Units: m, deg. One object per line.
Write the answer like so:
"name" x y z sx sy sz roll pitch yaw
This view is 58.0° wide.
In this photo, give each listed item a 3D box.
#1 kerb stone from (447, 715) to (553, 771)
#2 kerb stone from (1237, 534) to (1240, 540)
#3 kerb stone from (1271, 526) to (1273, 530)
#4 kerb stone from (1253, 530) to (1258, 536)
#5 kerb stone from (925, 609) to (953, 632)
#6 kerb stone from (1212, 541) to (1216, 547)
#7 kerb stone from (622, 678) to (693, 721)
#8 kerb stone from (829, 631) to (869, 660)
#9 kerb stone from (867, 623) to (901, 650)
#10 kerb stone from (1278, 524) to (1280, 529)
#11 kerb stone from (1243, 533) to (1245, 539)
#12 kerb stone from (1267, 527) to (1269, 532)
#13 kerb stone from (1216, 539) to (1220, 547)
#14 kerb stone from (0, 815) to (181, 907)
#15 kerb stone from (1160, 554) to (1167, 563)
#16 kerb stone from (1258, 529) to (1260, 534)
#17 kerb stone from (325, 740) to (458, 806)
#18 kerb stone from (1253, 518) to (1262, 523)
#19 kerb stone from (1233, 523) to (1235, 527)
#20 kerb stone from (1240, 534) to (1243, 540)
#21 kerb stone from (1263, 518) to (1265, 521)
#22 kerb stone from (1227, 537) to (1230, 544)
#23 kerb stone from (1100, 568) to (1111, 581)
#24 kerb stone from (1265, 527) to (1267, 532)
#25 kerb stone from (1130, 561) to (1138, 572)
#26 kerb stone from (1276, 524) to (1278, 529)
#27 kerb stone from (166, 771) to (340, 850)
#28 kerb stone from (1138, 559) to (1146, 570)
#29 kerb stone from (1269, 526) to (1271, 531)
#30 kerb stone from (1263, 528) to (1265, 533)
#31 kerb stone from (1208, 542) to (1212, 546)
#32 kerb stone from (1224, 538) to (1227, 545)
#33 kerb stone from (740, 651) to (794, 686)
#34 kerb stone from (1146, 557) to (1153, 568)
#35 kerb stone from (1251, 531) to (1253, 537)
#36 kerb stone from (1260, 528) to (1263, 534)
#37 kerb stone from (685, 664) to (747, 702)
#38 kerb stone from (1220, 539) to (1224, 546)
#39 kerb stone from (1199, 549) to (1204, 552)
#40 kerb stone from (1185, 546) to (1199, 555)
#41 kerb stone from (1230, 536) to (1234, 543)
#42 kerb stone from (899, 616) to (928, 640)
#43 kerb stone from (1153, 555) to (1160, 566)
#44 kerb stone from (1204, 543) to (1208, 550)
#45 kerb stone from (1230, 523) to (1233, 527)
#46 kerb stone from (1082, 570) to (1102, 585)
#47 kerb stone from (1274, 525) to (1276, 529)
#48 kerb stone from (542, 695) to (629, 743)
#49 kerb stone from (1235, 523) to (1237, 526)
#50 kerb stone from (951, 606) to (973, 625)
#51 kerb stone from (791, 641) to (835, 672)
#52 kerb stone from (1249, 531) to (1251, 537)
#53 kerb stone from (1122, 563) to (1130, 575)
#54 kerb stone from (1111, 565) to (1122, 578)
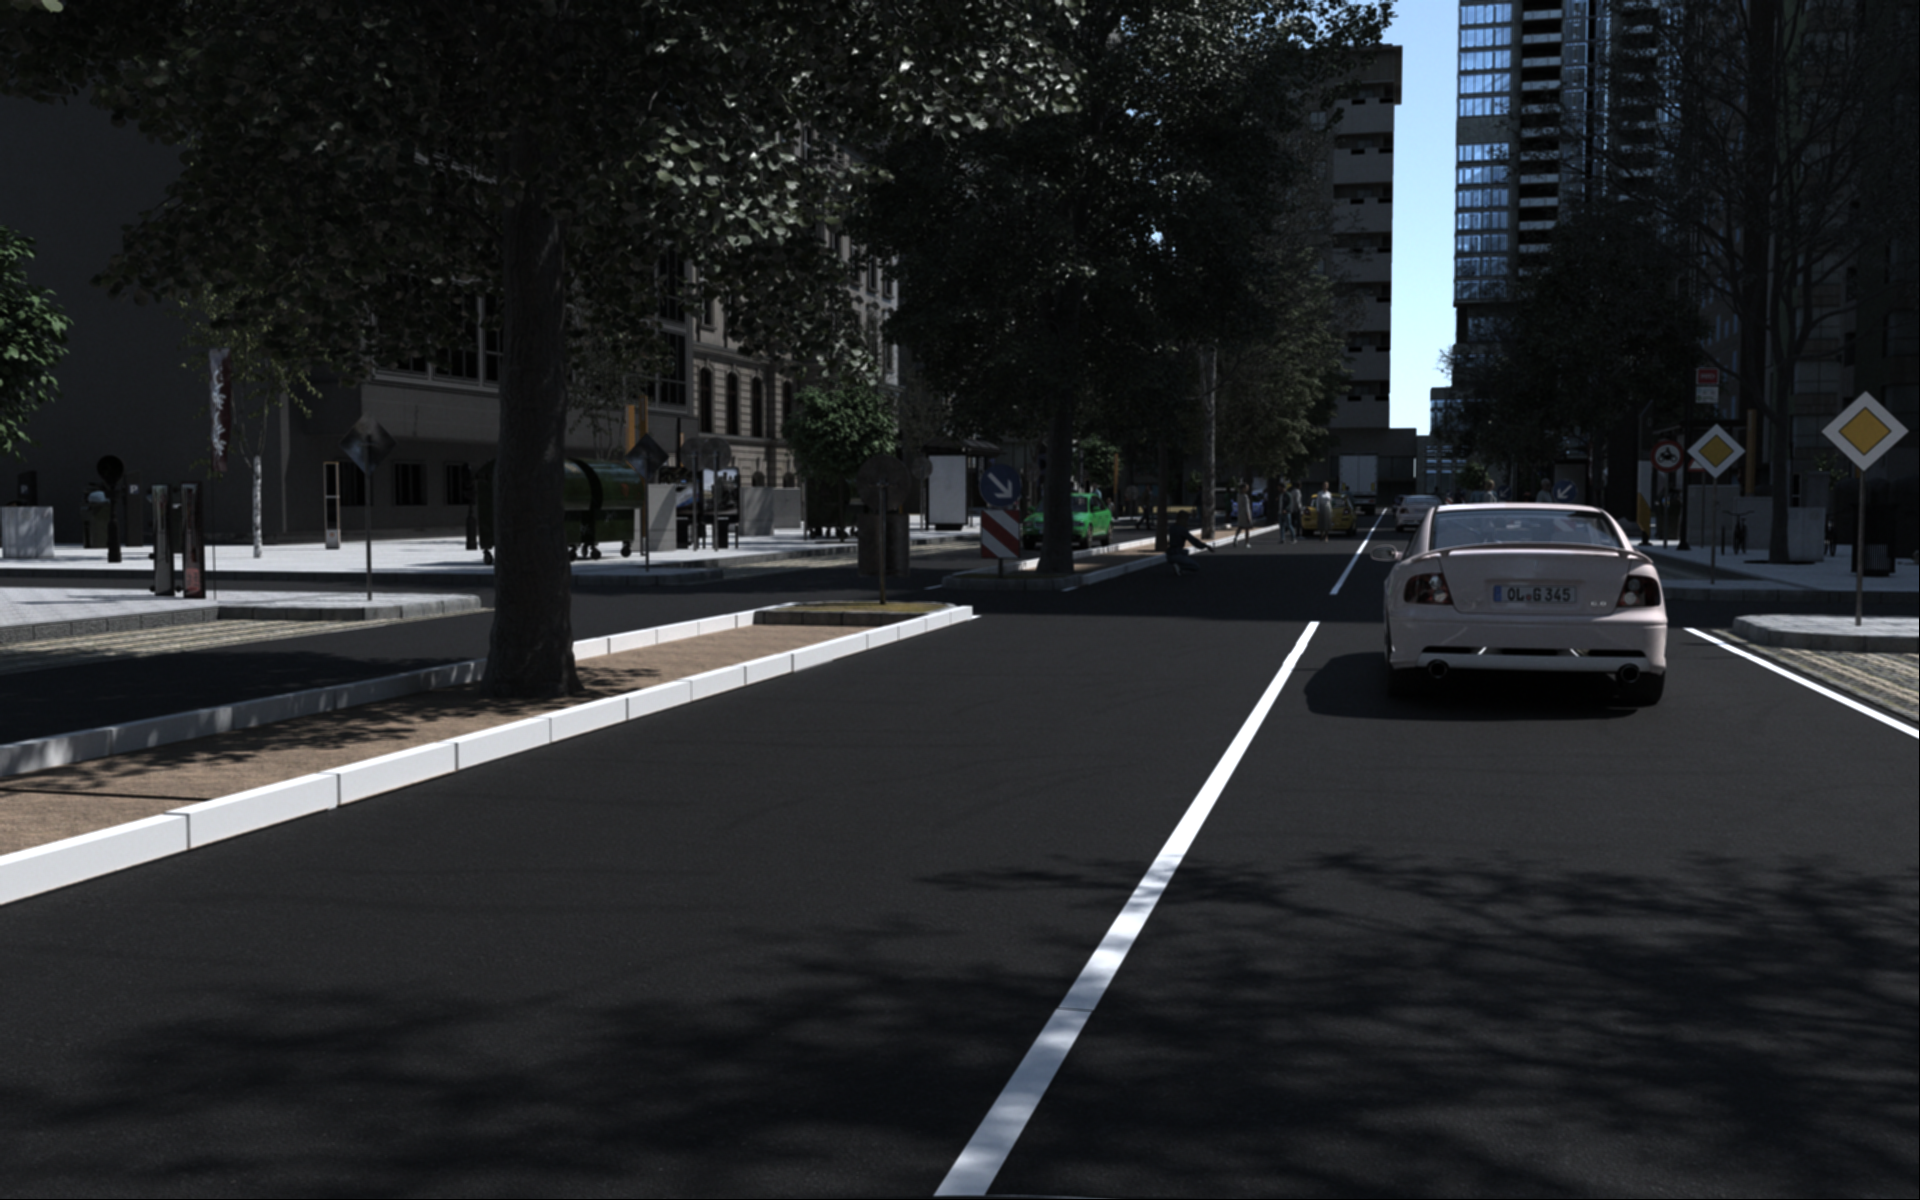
"kerb stone" -2.526 0.781 9.439 0.120 0.150 1.000 1 4 14
"kerb stone" 8.337 -1.864 52.709 0.120 0.150 1.000 1 4 14
"kerb stone" 11.836 -2.718 66.633 0.120 0.150 1.000 1 4 14
"kerb stone" 10.090 -2.291 59.658 0.120 0.150 1.000 1 4 14
"kerb stone" -0.284 0.234 18.377 0.120 0.150 1.000 1 4 14
"kerb stone" 6.596 -1.440 45.747 0.120 0.150 1.000 1 4 14
"kerb stone" -2.028 0.662 11.422 0.120 0.150 1.000 1 4 14
"kerb stone" -1.034 0.417 15.401 0.120 0.150 1.000 1 4 14
"kerb stone" -0.783 0.355 16.392 0.120 0.150 1.000 1 4 14
"kerb stone" 12.835 -2.960 70.626 0.120 0.150 1.000 1 4 14
"kerb stone" 8.843 -1.987 54.690 0.120 0.150 1.000 1 4 14
"kerb stone" 11.331 -2.595 64.634 0.120 0.150 1.000 1 4 14
"kerb stone" 6.839 -1.501 46.741 0.120 0.150 1.000 1 4 14
"kerb stone" -3.276 0.967 6.463 0.120 0.150 1.000 1 4 14
"kerb stone" 4.092 -0.830 35.803 0.120 0.150 1.000 1 4 14
"kerb stone" 10.339 -2.349 60.667 0.120 0.150 1.000 1 4 14
"kerb stone" -2.780 0.841 8.448 0.120 0.150 1.000 1 4 14
"kerb stone" 15.305 -4.088 89.033 0.120 0.150 1.000 1 4 14
"kerb stone" 11.552 -3.176 74.115 0.120 0.150 1.000 1 4 14
"kerb stone" 8.586 -1.925 53.701 0.120 0.150 1.000 1 4 14
"kerb stone" 15.801 -4.210 91.030 0.120 0.150 1.000 1 4 14
"kerb stone" 7.586 -1.680 49.723 0.120 0.150 1.000 1 4 14
"kerb stone" 2.341 -0.407 28.845 0.120 0.150 1.000 1 4 14
"kerb stone" 11.085 -2.535 63.642 0.120 0.150 1.000 1 4 14
"kerb stone" 3.095 -0.589 31.825 0.120 0.150 1.000 1 4 14
"kerb stone" 12.588 -2.899 69.634 0.120 0.150 1.000 1 4 14
"kerb stone" -3.030 0.901 7.457 0.120 0.150 1.000 1 4 14
"kerb stone" 3.346 -0.650 32.822 0.120 0.150 1.000 1 4 14
"kerb stone" 11.588 -2.653 65.632 0.120 0.150 1.000 1 4 14
"kerb stone" 10.839 -2.474 62.649 0.120 0.150 1.000 1 4 14
"kerb stone" 6.343 -1.380 44.754 0.120 0.150 1.000 1 4 14
"kerb stone" 7.343 -1.623 48.730 0.120 0.150 1.000 1 4 14
"kerb stone" -1.531 0.537 13.415 0.120 0.150 1.000 1 4 14
"kerb stone" 3.588 -0.710 33.815 0.120 0.150 1.000 1 4 14
"kerb stone" 9.586 -2.166 57.667 0.120 0.150 1.000 1 4 14
"kerb stone" 10.587 -2.414 61.659 0.120 0.150 1.000 1 4 14
"kerb stone" -1.783 0.598 12.418 0.120 0.150 1.000 1 4 14
"kerb stone" 7.095 -1.562 47.737 0.120 0.150 1.000 1 4 14
"kerb stone" 5.840 -1.258 42.763 0.120 0.150 1.000 1 4 14
"kerb stone" 5.592 -1.197 41.771 0.120 0.150 1.000 1 4 14
"kerb stone" 7.841 -1.744 50.715 0.120 0.150 1.000 1 4 14
"kerb stone" -0.533 0.297 17.383 0.120 0.150 1.000 1 4 14
"kerb stone" 3.847 -0.770 34.809 0.120 0.150 1.000 1 4 14
"kerb stone" 6.087 -1.319 43.755 0.120 0.150 1.000 1 4 14
"kerb stone" 11.308 -3.115 73.122 0.120 0.150 1.000 1 4 14
"kerb stone" 2.099 -0.341 27.852 0.120 0.150 1.000 1 4 14
"kerb stone" 12.346 -2.839 68.632 0.120 0.150 1.000 1 4 14
"kerb stone" -2.281 0.720 10.431 0.120 0.150 1.000 1 4 14
"kerb stone" 11.804 -3.235 75.106 0.120 0.150 1.000 1 4 14
"kerb stone" -0.036 0.173 19.373 0.120 0.150 1.000 1 4 14
"kerb stone" -1.272 0.477 14.404 0.120 0.150 1.000 1 4 14
"kerb stone" 9.345 -2.109 56.674 0.120 0.150 1.000 1 4 14
"kerb stone" 2.842 -0.525 30.835 0.120 0.150 1.000 1 4 14
"kerb stone" 2.603 -0.467 29.834 0.120 0.150 1.000 1 4 14
